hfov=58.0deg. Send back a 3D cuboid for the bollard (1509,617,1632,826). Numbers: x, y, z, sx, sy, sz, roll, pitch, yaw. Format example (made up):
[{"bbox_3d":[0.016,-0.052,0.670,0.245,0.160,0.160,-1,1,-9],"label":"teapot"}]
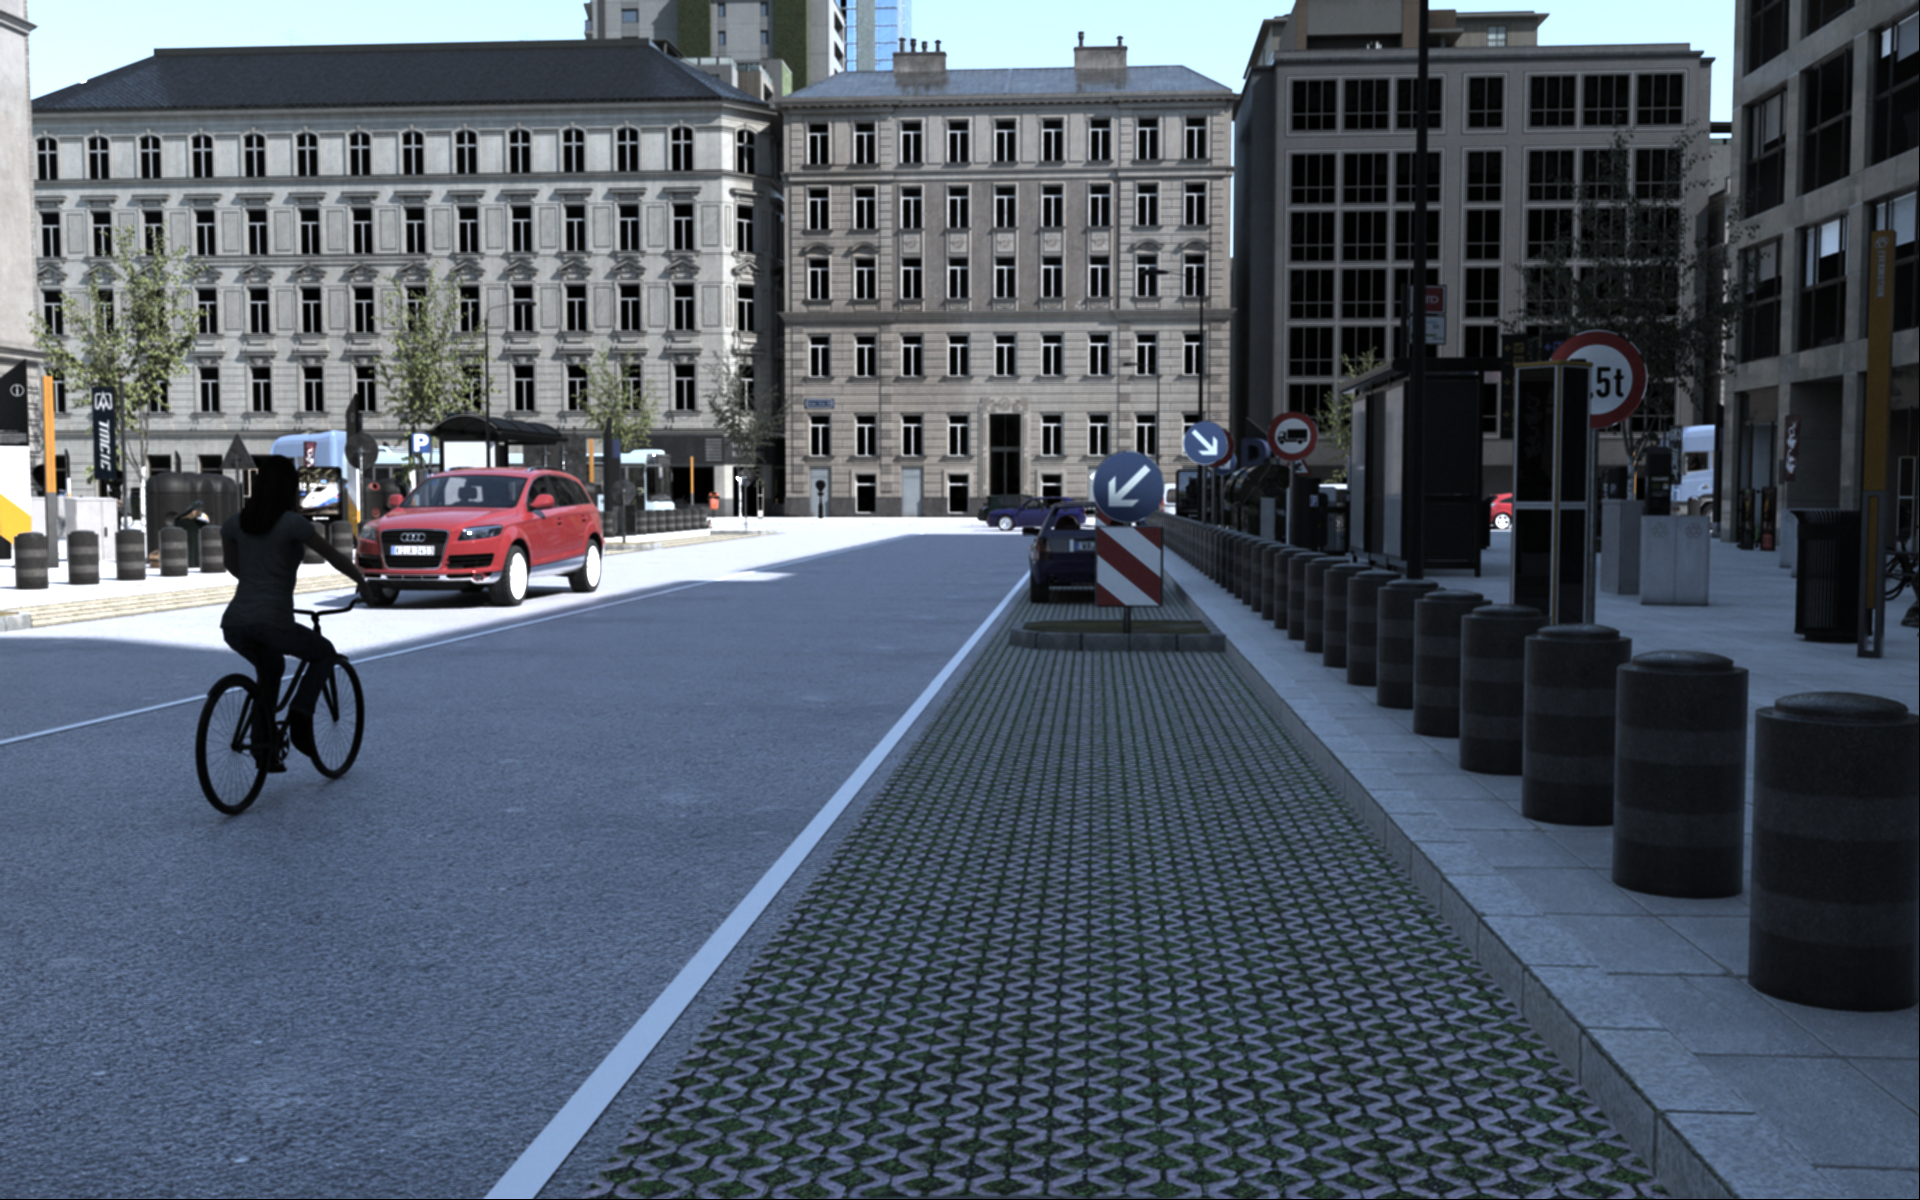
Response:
[{"bbox_3d":[2.442,0.481,6.859,0.404,0.777,0.398,0,3,0],"label":"bollard"}]

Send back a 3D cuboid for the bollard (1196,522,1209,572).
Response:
[{"bbox_3d":[4.138,-0.843,28.505,0.404,0.777,0.398,0,3,0],"label":"bollard"}]

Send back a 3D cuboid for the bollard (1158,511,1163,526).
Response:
[{"bbox_3d":[5.455,-1.873,45.336,0.404,0.777,0.398,0,3,0],"label":"bollard"}]

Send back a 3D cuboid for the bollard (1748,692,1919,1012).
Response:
[{"bbox_3d":[2.257,0.627,4.462,0.404,0.777,0.398,0,3,0],"label":"bollard"}]

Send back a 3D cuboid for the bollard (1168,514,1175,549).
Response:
[{"bbox_3d":[4.988,-1.506,39.339,0.404,0.777,0.398,0,3,0],"label":"bollard"}]

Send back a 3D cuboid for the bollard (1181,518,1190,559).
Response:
[{"bbox_3d":[4.517,-1.138,33.327,0.404,0.777,0.398,0,3,0],"label":"bollard"}]

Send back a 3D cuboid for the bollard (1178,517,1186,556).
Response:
[{"bbox_3d":[4.609,-1.212,34.533,0.404,0.777,0.398,0,3,0],"label":"bollard"}]

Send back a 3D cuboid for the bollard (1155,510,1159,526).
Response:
[{"bbox_3d":[5.646,-2.019,47.731,0.404,0.777,0.398,0,3,0],"label":"bollard"}]

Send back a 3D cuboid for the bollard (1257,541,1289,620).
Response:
[{"bbox_3d":[3.291,-0.183,17.714,0.404,0.777,0.398,0,3,0],"label":"bollard"}]

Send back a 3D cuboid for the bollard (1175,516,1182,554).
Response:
[{"bbox_3d":[4.707,-1.286,35.735,0.404,0.777,0.398,0,3,0],"label":"bollard"}]

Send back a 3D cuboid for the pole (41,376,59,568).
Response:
[{"bbox_3d":[-15.749,-2.210,29.978,0.158,3.312,0.155,0,3,0],"label":"pole"}]

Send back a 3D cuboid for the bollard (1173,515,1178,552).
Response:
[{"bbox_3d":[4.800,-1.359,36.936,0.404,0.777,0.398,0,3,0],"label":"bollard"}]

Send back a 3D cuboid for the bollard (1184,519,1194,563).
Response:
[{"bbox_3d":[4.421,-1.064,32.120,0.404,0.777,0.398,0,3,0],"label":"bollard"}]

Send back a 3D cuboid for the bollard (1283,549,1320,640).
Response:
[{"bbox_3d":[3.104,-0.037,15.318,0.404,0.777,0.398,0,3,0],"label":"bollard"}]

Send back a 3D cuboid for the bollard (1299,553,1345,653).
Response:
[{"bbox_3d":[3.014,0.037,14.109,0.404,0.777,0.398,0,3,0],"label":"bollard"}]

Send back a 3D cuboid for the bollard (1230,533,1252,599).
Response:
[{"bbox_3d":[3.578,-0.403,21.310,0.404,0.777,0.398,0,3,0],"label":"bollard"}]

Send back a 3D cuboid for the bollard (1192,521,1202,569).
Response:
[{"bbox_3d":[4.234,-0.917,29.707,0.404,0.777,0.398,0,3,0],"label":"bollard"}]

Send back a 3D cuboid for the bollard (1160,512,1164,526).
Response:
[{"bbox_3d":[5.360,-1.799,44.135,0.404,0.777,0.398,0,3,0],"label":"bollard"}]

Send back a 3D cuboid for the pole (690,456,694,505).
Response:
[{"bbox_3d":[-14.494,-6.105,93.663,0.158,3.312,0.155,0,3,0],"label":"pole"}]

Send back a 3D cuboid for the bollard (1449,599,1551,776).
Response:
[{"bbox_3d":[2.537,0.407,8.061,0.404,0.777,0.398,0,3,0],"label":"bollard"}]

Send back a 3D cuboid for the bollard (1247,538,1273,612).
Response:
[{"bbox_3d":[3.386,-0.257,18.912,0.404,0.777,0.398,0,3,0],"label":"bollard"}]

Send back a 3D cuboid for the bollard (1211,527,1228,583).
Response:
[{"bbox_3d":[3.860,-0.623,24.904,0.404,0.777,0.398,0,3,0],"label":"bollard"}]

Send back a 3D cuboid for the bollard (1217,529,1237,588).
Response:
[{"bbox_3d":[3.764,-0.550,23.706,0.404,0.777,0.398,0,3,0],"label":"bollard"}]

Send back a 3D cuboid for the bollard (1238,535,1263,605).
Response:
[{"bbox_3d":[3.482,-0.330,20.113,0.404,0.777,0.398,0,3,0],"label":"bollard"}]

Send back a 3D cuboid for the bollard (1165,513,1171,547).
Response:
[{"bbox_3d":[5.077,-1.579,40.538,0.404,0.777,0.398,0,3,0],"label":"bollard"}]

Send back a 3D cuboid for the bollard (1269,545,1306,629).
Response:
[{"bbox_3d":[3.201,-0.110,16.516,0.404,0.777,0.398,0,3,0],"label":"bollard"}]

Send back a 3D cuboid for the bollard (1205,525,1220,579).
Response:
[{"bbox_3d":[3.948,-0.696,26.104,0.404,0.777,0.398,0,3,0],"label":"bollard"}]

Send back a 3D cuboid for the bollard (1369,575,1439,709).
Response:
[{"bbox_3d":[2.730,0.259,10.476,0.404,0.777,0.398,0,3,0],"label":"bollard"}]

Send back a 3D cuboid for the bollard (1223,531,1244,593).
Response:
[{"bbox_3d":[3.670,-0.477,22.508,0.404,0.777,0.398,0,3,0],"label":"bollard"}]

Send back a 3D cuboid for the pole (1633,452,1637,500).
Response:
[{"bbox_3d":[32.989,-5.564,84.820,0.158,3.312,0.155,0,3,0],"label":"pole"}]

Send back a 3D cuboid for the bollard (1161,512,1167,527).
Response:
[{"bbox_3d":[5.268,-1.726,42.937,0.404,0.777,0.398,0,3,0],"label":"bollard"}]

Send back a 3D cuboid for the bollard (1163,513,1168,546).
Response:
[{"bbox_3d":[5.174,-1.653,41.739,0.404,0.777,0.398,0,3,0],"label":"bollard"}]

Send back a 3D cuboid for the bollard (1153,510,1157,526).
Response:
[{"bbox_3d":[5.736,-2.093,48.934,0.404,0.777,0.398,0,3,0],"label":"bollard"}]

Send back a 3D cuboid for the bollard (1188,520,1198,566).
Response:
[{"bbox_3d":[4.324,-0.990,30.909,0.404,0.777,0.398,0,3,0],"label":"bollard"}]

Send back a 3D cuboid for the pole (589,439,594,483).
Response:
[{"bbox_3d":[-13.541,-4.271,63.680,0.158,3.312,0.155,0,3,0],"label":"pole"}]

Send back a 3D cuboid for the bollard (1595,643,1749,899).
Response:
[{"bbox_3d":[2.352,0.554,5.661,0.404,0.777,0.398,0,3,0],"label":"bollard"}]

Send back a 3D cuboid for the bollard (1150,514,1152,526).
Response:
[{"bbox_3d":[5.928,-2.240,51.334,0.404,0.777,0.398,0,3,0],"label":"bollard"}]

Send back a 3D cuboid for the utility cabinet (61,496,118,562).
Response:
[{"bbox_3d":[-16.616,-1.346,33.166,0.306,1.237,1.020,1,4,18],"label":"utility cabinet"}]

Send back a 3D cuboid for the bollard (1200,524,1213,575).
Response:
[{"bbox_3d":[4.042,-0.770,27.307,0.404,0.777,0.398,0,3,0],"label":"bollard"}]

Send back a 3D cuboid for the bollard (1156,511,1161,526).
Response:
[{"bbox_3d":[5.548,-1.946,46.534,0.404,0.777,0.398,0,3,0],"label":"bollard"}]

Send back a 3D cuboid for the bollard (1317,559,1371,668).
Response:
[{"bbox_3d":[2.915,0.111,12.905,0.404,0.777,0.398,0,3,0],"label":"bollard"}]

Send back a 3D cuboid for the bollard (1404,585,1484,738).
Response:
[{"bbox_3d":[2.636,0.333,9.271,0.404,0.777,0.398,0,3,0],"label":"bollard"}]

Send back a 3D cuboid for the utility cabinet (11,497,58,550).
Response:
[{"bbox_3d":[-21.484,-1.761,39.956,1.020,1.237,0.306,-1,4,-18],"label":"utility cabinet"}]

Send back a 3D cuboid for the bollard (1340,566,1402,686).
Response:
[{"bbox_3d":[2.821,0.185,11.696,0.404,0.777,0.398,0,3,0],"label":"bollard"}]

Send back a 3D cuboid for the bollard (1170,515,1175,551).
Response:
[{"bbox_3d":[4.894,-1.432,38.134,0.404,0.777,0.398,0,3,0],"label":"bollard"}]

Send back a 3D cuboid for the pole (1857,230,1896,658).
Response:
[{"bbox_3d":[7.164,-1.204,13.528,0.158,3.312,0.155,0,3,0],"label":"pole"}]
